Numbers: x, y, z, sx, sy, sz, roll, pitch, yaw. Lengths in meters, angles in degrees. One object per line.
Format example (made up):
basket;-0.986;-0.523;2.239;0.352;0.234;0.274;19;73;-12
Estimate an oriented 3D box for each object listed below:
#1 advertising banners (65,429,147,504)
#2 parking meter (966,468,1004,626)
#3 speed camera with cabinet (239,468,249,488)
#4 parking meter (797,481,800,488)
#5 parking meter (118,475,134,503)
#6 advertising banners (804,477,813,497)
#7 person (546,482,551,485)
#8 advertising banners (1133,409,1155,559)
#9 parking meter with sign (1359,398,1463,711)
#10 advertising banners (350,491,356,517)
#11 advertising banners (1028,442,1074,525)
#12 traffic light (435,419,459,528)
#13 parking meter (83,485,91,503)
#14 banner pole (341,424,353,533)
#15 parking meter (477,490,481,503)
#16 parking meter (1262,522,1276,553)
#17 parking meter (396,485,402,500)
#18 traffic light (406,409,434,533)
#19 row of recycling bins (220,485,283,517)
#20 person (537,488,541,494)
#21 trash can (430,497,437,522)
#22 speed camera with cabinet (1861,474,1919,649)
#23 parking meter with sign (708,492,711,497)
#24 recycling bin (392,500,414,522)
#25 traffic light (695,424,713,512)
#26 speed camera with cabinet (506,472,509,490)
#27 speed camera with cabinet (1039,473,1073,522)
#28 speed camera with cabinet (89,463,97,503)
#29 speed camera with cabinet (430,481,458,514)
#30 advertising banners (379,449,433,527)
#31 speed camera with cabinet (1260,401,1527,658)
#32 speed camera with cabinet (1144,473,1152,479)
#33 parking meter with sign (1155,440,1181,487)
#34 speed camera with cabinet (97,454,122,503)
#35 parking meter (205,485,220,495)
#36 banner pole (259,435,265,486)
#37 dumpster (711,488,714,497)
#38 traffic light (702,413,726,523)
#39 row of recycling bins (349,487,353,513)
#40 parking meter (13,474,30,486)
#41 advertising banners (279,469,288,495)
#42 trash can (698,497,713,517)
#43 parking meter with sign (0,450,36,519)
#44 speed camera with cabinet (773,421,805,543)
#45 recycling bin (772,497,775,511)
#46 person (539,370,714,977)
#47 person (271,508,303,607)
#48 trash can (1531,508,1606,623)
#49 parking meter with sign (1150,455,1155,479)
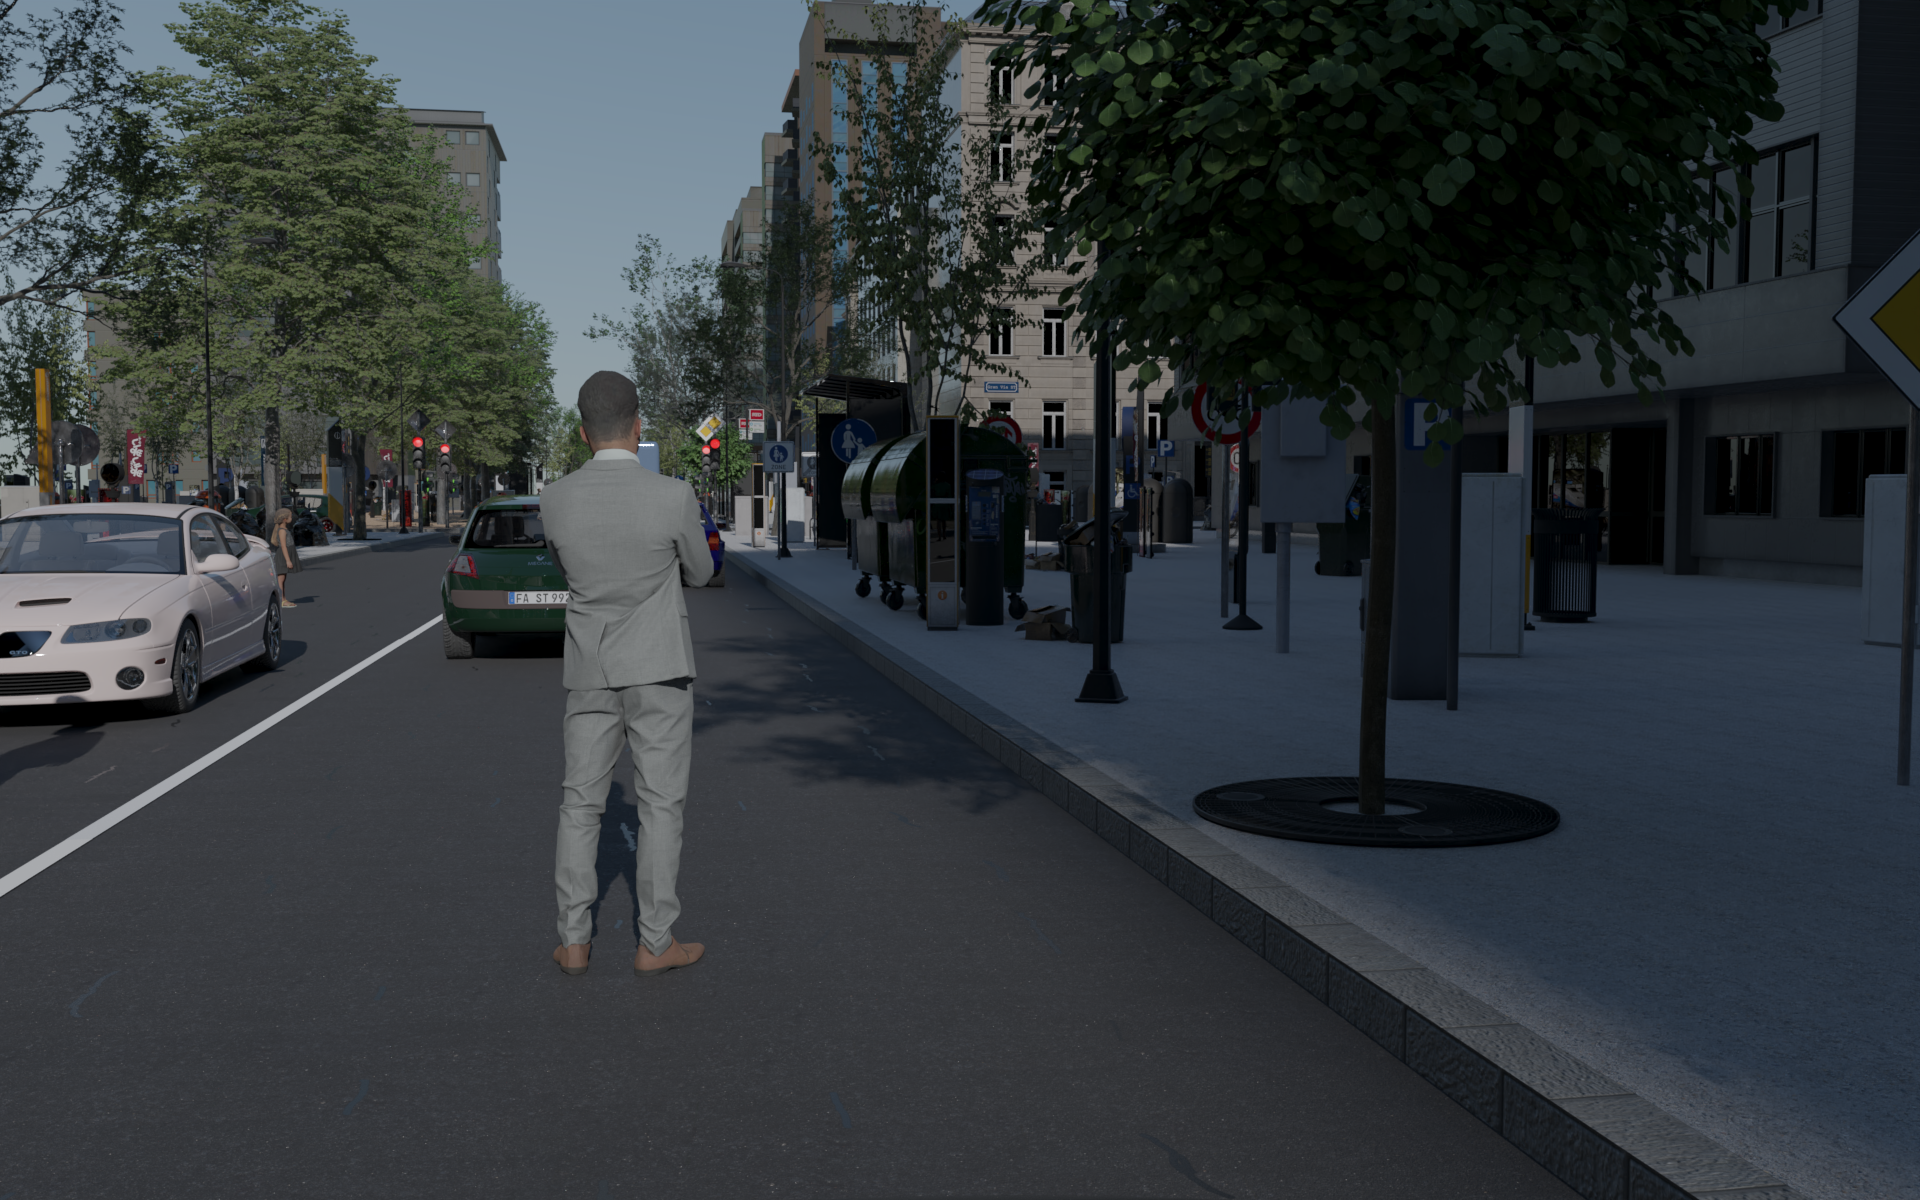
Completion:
advertising banners;-22.812;-3.065;46.300;2.074;3.025;0.090;-2;4;-28
parking meter;0.243;-0.524;16.977;0.372;1.533;0.369;0;3;0
speed camera with cabinet;-48.740;-7.570;118.103;0.660;3.252;2.038;-2;4;-25
parking meter;-6.380;-3.754;67.090;0.399;1.863;0.255;-1;4;-20
parking meter;-23.953;-2.695;49.774;0.399;1.863;0.255;-1;4;-20
advertising banners;-8.635;-6.238;98.173;0.090;3.025;2.074;1;4;17
person;-13.119;-2.846;55.215;0.466;1.800;0.511;-1;4;-14
advertising banners;3.714;-2.385;35.178;0.090;3.025;2.074;0;4;-5
parking meter with sign;2.918;-0.903;11.020;0.543;3.016;1.738;0;4;0
advertising banners;-34.805;-6.285;98.953;0.090;3.025;2.074;-2;4;-31
advertising banners;3.020;-3.790;58.152;0.090;3.025;2.074;-3;5;-44
traffic light;-19.235;-4.649;64.928;0.839;4.253;0.868;-1;4;-10
parking meter;-56.141;-6.465;111.417;0.255;1.863;0.399;3;4;38
banner pole;-20.154;-4.087;56.838;0.401;3.779;0.863;0;4;-3
parking meter;-29.682;-6.013;106.725;0.372;1.533;0.369;0;3;0
parking meter;6.692;-1.942;37.468;0.255;1.863;0.399;0;4;-1
parking meter;-36.966;-6.637;114.218;0.255;1.863;0.399;2;4;31
traffic light;-17.789;-4.168;57.075;0.839;4.253;0.868;-1;4;-10
row of recycling bins;-33.902;-4.610;82.487;3.534;1.692;1.069;1;4;11
person;-23.384;-5.343;96.405;0.362;1.759;0.519;-1;4;-19
trash can;-23.953;-4.142;79.378;0.748;1.137;0.748;0;3;0
speed camera with cabinet;8.735;-1.251;14.789;2.038;3.252;0.660;-1;4;-20
parking meter with sign;-17.142;-7.381;116.939;1.738;3.016;0.543;3;5;42
recycling bin;-25.510;-4.082;79.291;0.722;1.027;0.722;2;4;32
traffic light;-9.785;-4.756;66.678;0.839;4.253;0.868;-1;4;-10
speed camera with cabinet;-31.528;-7.732;120.759;0.660;3.252;2.038;0;4;-5
speed camera with cabinet;4.008;-4.971;75.611;0.660;3.252;2.038;-3;5;-45
speed camera with cabinet;-55.355;-7.135;110.986;0.660;3.252;2.038;-1;4;-17
speed camera with cabinet;-33.150;-7.109;110.564;2.038;3.252;0.660;-2;4;-35
advertising banners;-21.629;-4.368;67.608;2.074;3.025;0.090;-3;5;-40
speed camera with cabinet;3.457;-1.196;13.894;2.038;3.252;0.660;1;4;11
speed camera with cabinet;7.881;-4.980;75.759;0.660;3.252;2.038;1;4;20
parking meter with sign;6.920;-3.679;56.416;0.543;3.016;1.738;1;4;21
speed camera with cabinet;-40.727;-5.470;83.762;0.660;3.252;2.038;0;4;1
parking meter;-20.818;-2.437;48.264;0.372;1.533;0.369;0;3;0
banner pole;-26.056;-4.607;65.339;0.401;3.779;0.863;2;4;24
dumpster;-20.027;-8.322;138.557;1.502;2.255;1.985;-1;4;-10
traffic light;-8.339;-4.275;58.825;0.839;4.253;0.868;-1;4;-10
row of recycling bins;-36.606;-5.879;103.230;1.069;1.692;3.534;-1;4;-16
parking meter;-26.900;-2.692;49.725;0.399;1.863;0.255;0;4;1
advertising banners;-47.024;-7.597;120.397;0.090;3.025;2.074;0;4;-7
trash can;-12.333;-4.424;83.979;0.748;1.137;0.748;0;3;0
parking meter with sign;-37.617;-4.445;68.940;1.738;3.016;0.543;0;4;2
speed camera with cabinet;-4.595;-3.196;46.591;0.660;3.252;2.038;-1;4;-13
recycling bin;-13.971;-7.093;128.519;0.722;1.027;0.722;0;4;-4
person;-1.009;0.207;5.296;0.511;1.800;0.466;0;4;-5
person;-8.563;-0.542;22.024;0.373;1.253;0.362;-1;4;-12
trash can;6.079;-0.351;17.395;0.748;1.137;0.748;0;3;0
parking meter with sign;9.498;-5.006;78.110;1.738;3.016;0.543;-1;4;-14
